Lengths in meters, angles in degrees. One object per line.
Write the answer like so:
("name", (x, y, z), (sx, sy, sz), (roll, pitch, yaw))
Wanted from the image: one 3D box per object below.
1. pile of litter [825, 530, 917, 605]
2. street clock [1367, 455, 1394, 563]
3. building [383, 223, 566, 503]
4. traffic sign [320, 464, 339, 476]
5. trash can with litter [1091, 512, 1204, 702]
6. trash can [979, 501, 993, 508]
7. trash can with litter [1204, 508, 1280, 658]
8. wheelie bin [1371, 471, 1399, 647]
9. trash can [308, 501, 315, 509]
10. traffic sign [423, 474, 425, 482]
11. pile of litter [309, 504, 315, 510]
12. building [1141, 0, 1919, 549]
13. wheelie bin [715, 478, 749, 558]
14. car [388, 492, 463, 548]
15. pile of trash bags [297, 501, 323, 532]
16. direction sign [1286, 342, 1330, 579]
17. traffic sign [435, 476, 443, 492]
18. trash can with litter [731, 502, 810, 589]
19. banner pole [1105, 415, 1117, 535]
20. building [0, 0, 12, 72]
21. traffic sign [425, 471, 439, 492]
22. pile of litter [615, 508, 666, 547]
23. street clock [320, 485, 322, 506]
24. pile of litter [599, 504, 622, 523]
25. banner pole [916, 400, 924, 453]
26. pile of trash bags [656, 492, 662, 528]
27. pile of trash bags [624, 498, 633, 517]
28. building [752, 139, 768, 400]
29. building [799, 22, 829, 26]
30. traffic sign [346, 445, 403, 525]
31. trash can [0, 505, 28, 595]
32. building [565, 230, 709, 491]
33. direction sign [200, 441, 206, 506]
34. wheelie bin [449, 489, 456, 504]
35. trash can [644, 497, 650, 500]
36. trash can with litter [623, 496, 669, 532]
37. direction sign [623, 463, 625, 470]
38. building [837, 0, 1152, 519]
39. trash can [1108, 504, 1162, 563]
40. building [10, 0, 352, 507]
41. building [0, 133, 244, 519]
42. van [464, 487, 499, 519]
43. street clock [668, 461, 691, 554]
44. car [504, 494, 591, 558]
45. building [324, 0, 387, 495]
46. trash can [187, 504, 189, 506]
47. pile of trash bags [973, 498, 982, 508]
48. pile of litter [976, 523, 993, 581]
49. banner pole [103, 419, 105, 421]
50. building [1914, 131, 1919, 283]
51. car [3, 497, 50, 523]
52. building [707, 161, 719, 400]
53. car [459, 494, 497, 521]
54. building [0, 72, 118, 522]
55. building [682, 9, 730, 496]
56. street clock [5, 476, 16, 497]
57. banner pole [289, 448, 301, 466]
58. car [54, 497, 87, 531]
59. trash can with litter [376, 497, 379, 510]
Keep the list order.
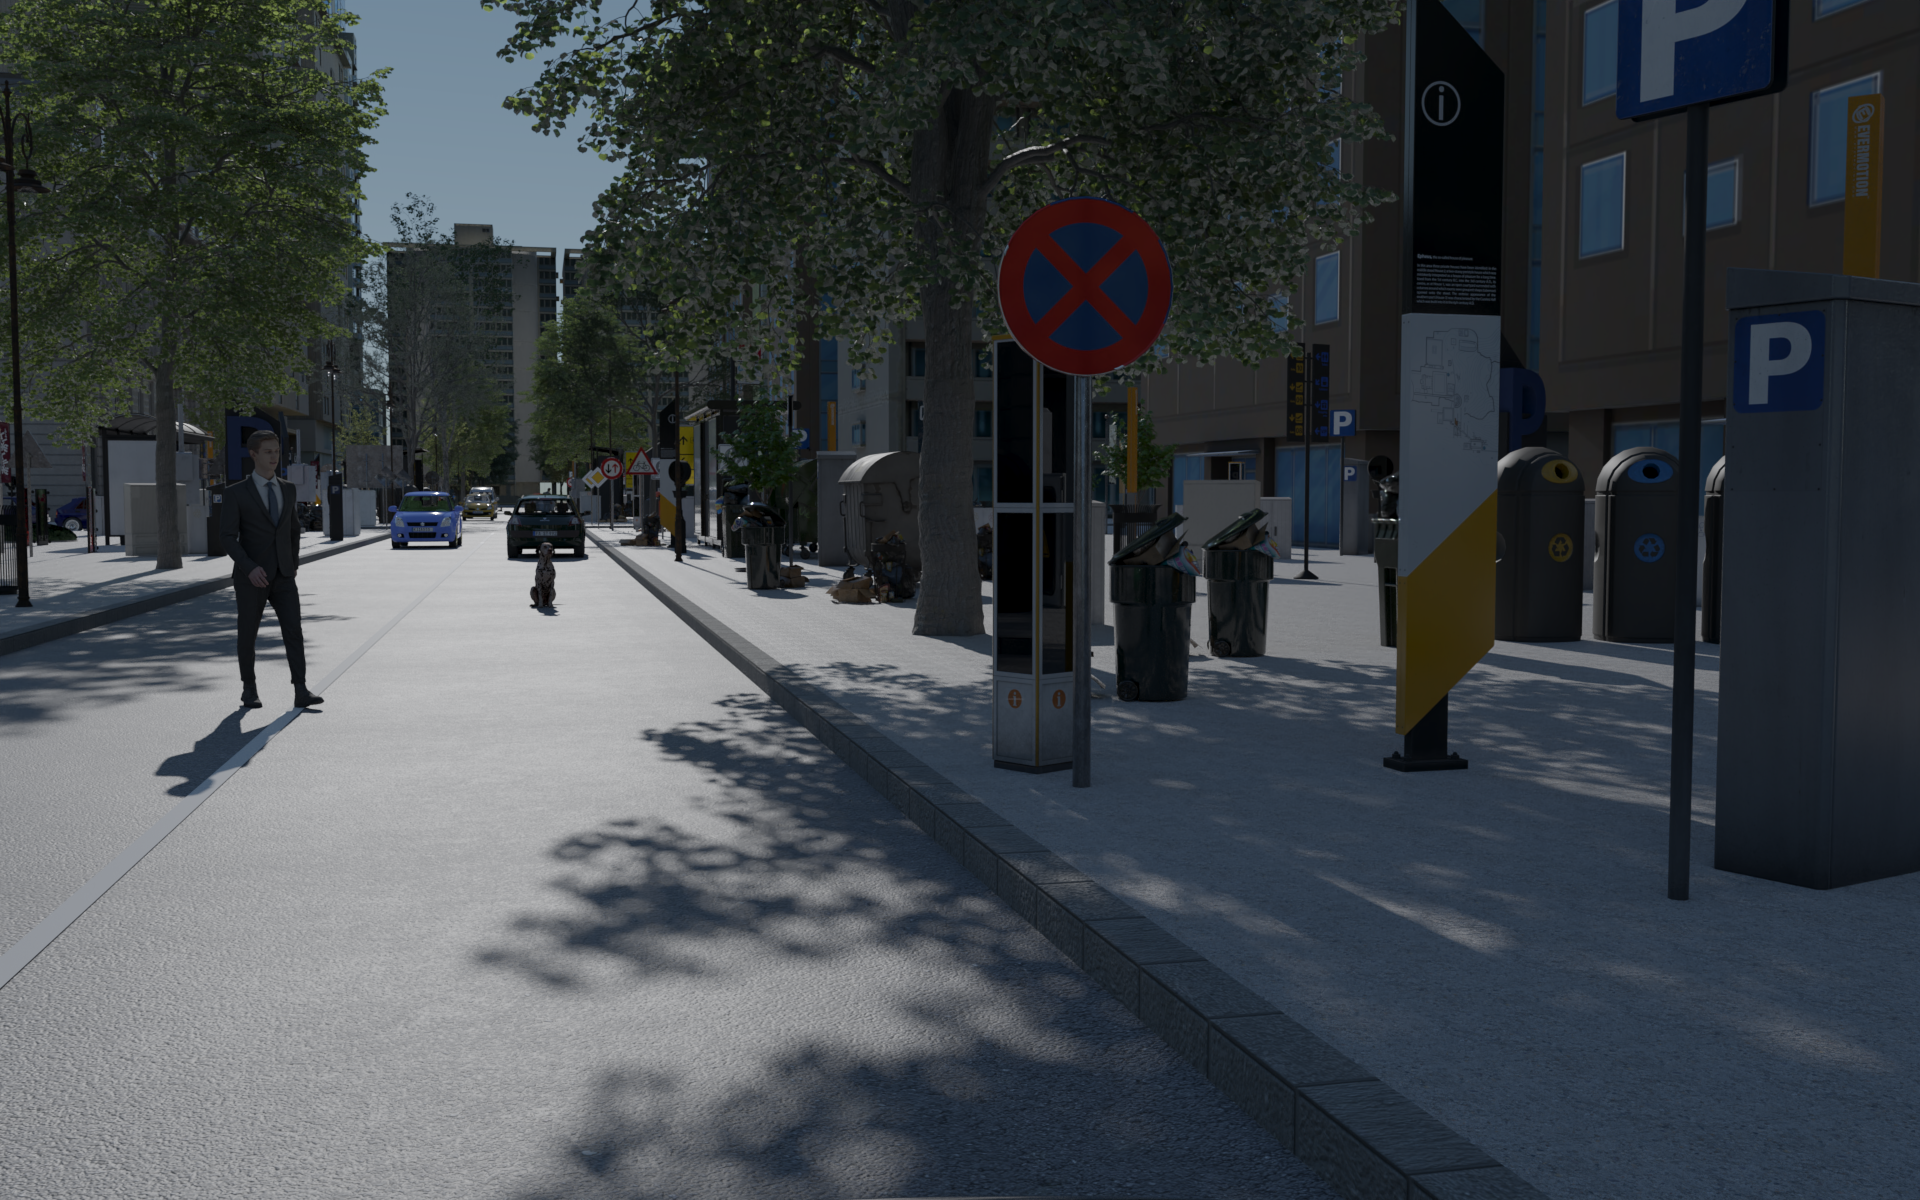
("pile of litter", (-1.103, -0.421, 20.842), (1.176, 0.858, 1.719), (2, 4, 26))
("street clock", (7.829, -1.695, 32.282), (0.471, 2.002, 0.358), (1, 4, 11))
("building", (-70.445, -34.245, 251.779), (23.993, 40.220, 32.217), (-1, 4, -14))
("traffic sign", (-26.325, -4.418, 72.335), (0.768, 2.556, 0.104), (-1, 4, -11))
("trash can with litter", (0.960, 0.035, 10.810), (1.055, 1.170, 0.624), (0, 4, 6))
("trash can", (0.769, -1.527, 36.618), (0.748, 1.137, 0.748), (0, 3, 0))
("trash can with litter", (1.964, -0.141, 13.696), (1.055, 1.170, 0.624), (0, 4, 1))
("wheelie bin", (3.844, -0.398, 14.422), (0.693, 1.594, 0.980), (-1, 4, -14))
("trash can", (-42.330, -6.217, 113.309), (0.748, 1.137, 0.748), (0, 3, 0))
("traffic sign", (-31.356, -6.128, 100.291), (0.768, 2.556, 0.104), (-1, 4, -12))
("pile of litter", (-29.845, -4.084, 80.735), (1.176, 0.858, 1.719), (-2, 4, -32))
("building", (13.778, -24.169, 45.268), (14.600, 45.320, 14.200), (-1, 4, -14))
("wheelie bin", (-4.427, -1.652, 34.913), (0.980, 1.594, 0.693), (-1, 4, -15))
("car", (-14.479, -2.293, 47.075), (1.945, 1.707, 3.694), (-1, 4, -13))
("pile of trash bags", (-22.513, -3.071, 59.963), (1.912, 1.369, 3.447), (1, 4, 23))
("direction sign", (5.233, -2.085, 26.084), (0.876, 3.537, 0.379), (-2, 4, -35))
("traffic sign", (-36.945, -7.496, 122.667), (0.768, 2.556, 0.104), (0, 4, -7))
("trash can with litter", (-2.561, -0.746, 23.580), (0.624, 1.170, 1.055), (2, 4, 33))
("banner pole", (4.762, -3.970, 54.934), (0.401, 3.779, 0.863), (2, 4, 34))
("building", (-71.673, -34.183, 148.132), (28.713, 52.752, 27.495), (-1, 4, -14))
("traffic sign", (-28.990, -5.814, 95.164), (0.768, 2.556, 0.104), (-1, 4, -8))
("pile of litter", (-7.896, -1.778, 43.033), (1.176, 0.858, 1.719), (-1, 4, -10))
("street clock", (-51.131, -8.187, 138.420), (0.358, 2.002, 0.471), (1, 4, 13))
("pile of litter", (-15.531, -3.929, 78.198), (1.719, 0.858, 1.176), (1, 4, 9))
("banner pole", (-0.595, -3.100, 40.708), (0.863, 3.779, 0.401), (0, 4, 0))
("pile of trash bags", (-9.123, -3.150, 61.248), (3.447, 1.369, 1.912), (0, 4, -8))
("pile of trash bags", (-19.005, -5.368, 97.511), (3.447, 1.369, 1.912), (3, 4, 38))
("building", (-9.872, -27.857, 139.048), (14.154, 41.232, 14.086), (-1, 4, -14))
("building", (-13.841, -31.097, 158.544), (14.600, 45.320, 14.200), (-1, 4, -14))
("traffic sign", (-24.347, -4.784, 72.091), (2.265, 3.308, 0.079), (-1, 4, -9))
("trash can", (-12.311, -0.640, 22.123), (0.748, 1.137, 0.748), (0, 3, 0))
("building", (-47.050, -34.632, 258.112), (23.993, 40.220, 32.217), (-1, 4, -14))
("direction sign", (-32.322, -5.016, 74.003), (0.379, 3.537, 0.876), (-1, 4, -12))
("wheelie bin", (-34.703, -6.675, 117.046), (0.980, 1.594, 0.693), (3, 4, 37))
("trash can", (-13.825, -3.974, 76.630), (0.748, 1.137, 0.748), (0, 3, 0))
("trash can with litter", (-10.080, -2.893, 58.359), (2.233, 1.210, 1.678), (1, 4, 14))
("direction sign", (-24.960, -8.279, 127.359), (0.876, 3.537, 0.379), (2, 4, 25))
("building", (4.128, -29.004, 97.923), (21.600, 48.544, 21.300), (-1, 4, -14))
("trash can", (2.419, -0.752, 23.950), (0.748, 1.137, 0.748), (0, 3, 0))
("building", (-79.272, -36.230, 181.599), (27.495, 52.752, 28.713), (-1, 4, -14))
("building", (-54.582, -16.537, 112.174), (13.314, 21.916, 24.055), (-1, 4, -14))
("van", (-28.203, -5.820, 102.173), (2.013, 2.044, 4.112), (-1, 4, -13))
("street clock", (-6.038, -2.006, 37.371), (0.471, 2.002, 0.358), (2, 4, 33))
("car", (-9.606, -1.866, 40.300), (2.009, 1.686, 4.222), (-1, 4, -12))
("building", (-96.036, -56.593, 237.972), (31.000, 86.520, 22.319), (-1, 4, -14))
("trash can", (-40.443, -4.797, 90.081), (0.748, 1.137, 0.748), (0, 3, 0))
("pile of trash bags", (1.715, -3.252, 62.918), (3.447, 1.369, 1.912), (2, 4, 27))
("pile of litter", (0.244, -0.738, 26.030), (1.719, 0.858, 1.176), (-1, 4, -20))
("banner pole", (-27.732, -4.081, 56.749), (0.863, 3.779, 0.401), (-3, 5, -44))
("building", (18.420, -22.843, 23.590), (14.600, 45.320, 14.200), (-1, 4, -14))
("car", (-35.001, -3.040, 62.283), (3.894, 1.354, 1.945), (-1, 4, -16))
("building", (-17.489, -31.937, 172.279), (14.600, 45.320, 14.200), (-1, 4, -14))
("car", (-26.397, -5.176, 94.853), (2.015, 1.641, 3.980), (-1, 4, -15))
("building", (-48.544, -15.115, 88.929), (13.314, 21.916, 24.055), (-1, 4, -14))
("building", (-19.455, -53.889, 193.762), (22.319, 86.520, 31.000), (-1, 4, -14))
("street clock", (-37.874, -3.953, 69.203), (0.358, 2.002, 0.471), (1, 4, 22))
("banner pole", (-35.846, -6.324, 93.422), (0.401, 3.779, 0.863), (1, 4, 22))
("car", (-30.444, -3.059, 62.601), (3.894, 1.354, 1.945), (-1, 4, -12))
("trash can with litter", (-34.797, -5.575, 102.208), (2.233, 1.210, 1.678), (0, 4, -6))
